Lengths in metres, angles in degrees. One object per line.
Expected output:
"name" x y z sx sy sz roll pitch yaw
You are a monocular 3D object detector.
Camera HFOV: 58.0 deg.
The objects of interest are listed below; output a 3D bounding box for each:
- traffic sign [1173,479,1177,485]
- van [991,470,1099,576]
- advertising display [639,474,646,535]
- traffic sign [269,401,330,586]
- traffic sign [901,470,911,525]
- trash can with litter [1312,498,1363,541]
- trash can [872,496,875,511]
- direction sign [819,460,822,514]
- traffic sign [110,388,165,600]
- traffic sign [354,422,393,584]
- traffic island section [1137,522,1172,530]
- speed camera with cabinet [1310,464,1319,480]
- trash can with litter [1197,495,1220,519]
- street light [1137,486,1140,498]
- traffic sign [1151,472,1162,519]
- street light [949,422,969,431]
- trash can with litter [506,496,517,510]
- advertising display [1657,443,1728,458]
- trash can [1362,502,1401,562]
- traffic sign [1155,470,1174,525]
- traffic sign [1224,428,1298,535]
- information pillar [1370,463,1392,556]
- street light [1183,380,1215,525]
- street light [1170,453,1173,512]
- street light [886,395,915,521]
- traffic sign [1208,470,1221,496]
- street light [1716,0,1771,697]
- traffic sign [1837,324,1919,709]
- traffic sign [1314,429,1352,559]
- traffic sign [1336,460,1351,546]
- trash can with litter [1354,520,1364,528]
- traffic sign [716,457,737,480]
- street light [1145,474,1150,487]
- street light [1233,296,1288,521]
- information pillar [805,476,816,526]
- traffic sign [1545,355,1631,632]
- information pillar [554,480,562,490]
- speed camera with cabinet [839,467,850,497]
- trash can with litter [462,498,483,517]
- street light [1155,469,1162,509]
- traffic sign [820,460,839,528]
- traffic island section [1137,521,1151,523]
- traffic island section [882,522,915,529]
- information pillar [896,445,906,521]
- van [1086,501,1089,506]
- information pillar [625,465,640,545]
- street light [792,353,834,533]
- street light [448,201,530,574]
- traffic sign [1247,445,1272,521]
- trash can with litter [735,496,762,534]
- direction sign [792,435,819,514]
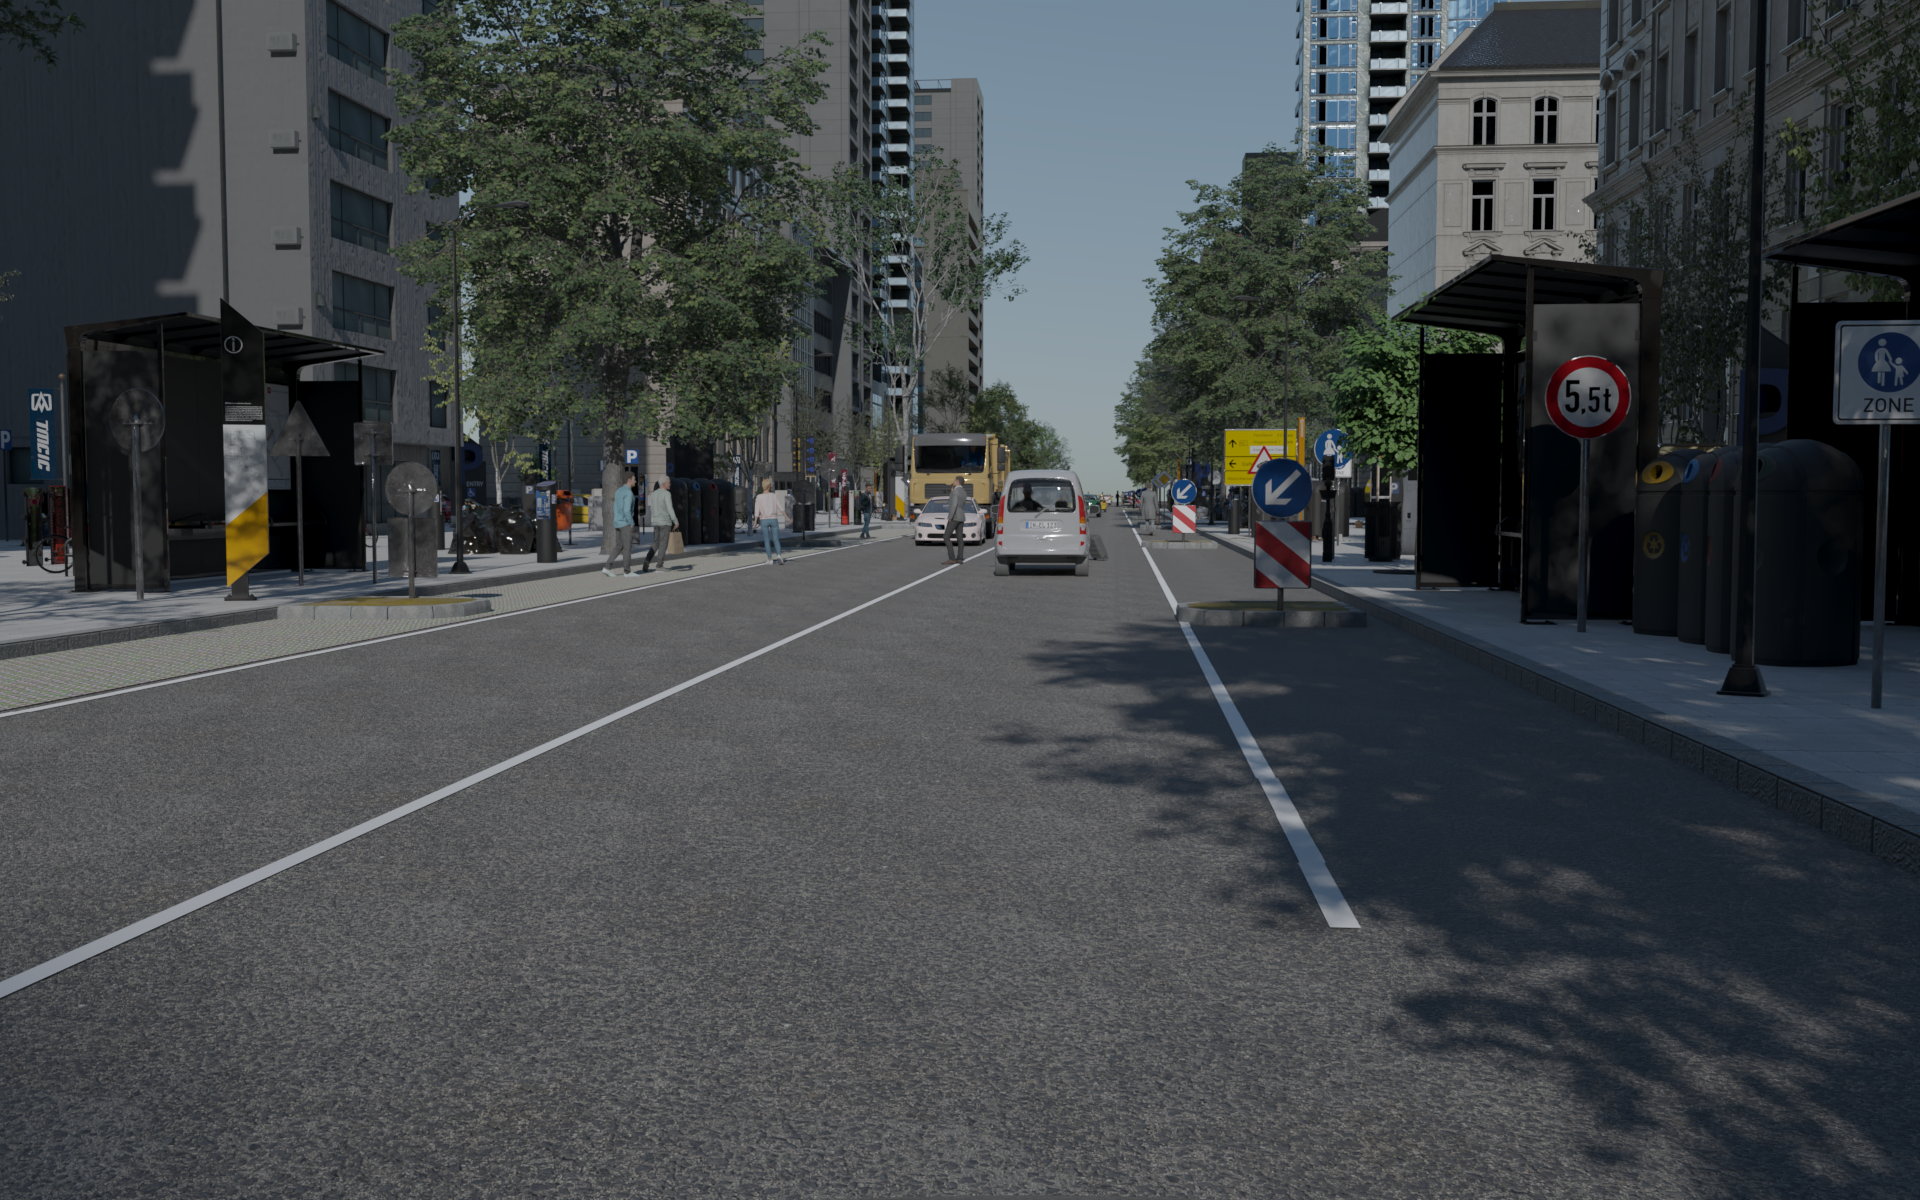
"traffic sign" 18.662 -9.106 148.981 0.768 2.556 0.104 1 4 14
"van" 1.532 -1.499 31.521 2.013 2.044 4.112 0 4 4
"advertising display" -10.445 -3.038 54.882 0.974 1.923 0.123 0 4 4
"traffic sign" -9.238 -1.481 24.214 0.884 2.594 0.081 0 4 6
"traffic sign" -2.075 -4.180 71.983 0.795 2.450 0.064 0 4 5
"trash can with litter" 10.089 -2.248 47.818 1.678 1.210 2.233 0 4 -3
"trash can" -6.658 -7.164 128.784 0.748 1.137 0.748 0 3 0
"direction sign" -9.432 -7.476 114.232 0.876 3.537 0.379 2 4 32
"traffic sign" -9.943 -1.274 20.930 0.768 2.556 0.104 1 4 14
"traffic sign" -8.364 -1.381 24.704 0.606 2.300 0.079 1 4 14
"traffic island section" 8.400 -2.986 71.106 2.009 0.180 2.903 0 4 5
"speed camera with cabinet" 19.628 -6.459 99.947 2.038 3.252 0.660 -1 4 -9
"trash can with litter" 12.744 -4.715 88.140 2.233 1.210 1.678 2 4 35
"street light" 24.090 -15.742 229.918 1.470 5.913 1.316 0 4 5
"traffic sign" 9.088 -4.608 78.984 0.795 2.450 0.064 0 4 5
"street light" -0.111 -8.478 111.163 1.470 5.913 1.316 0 4 5
"trash can with litter" -22.260 -4.495 84.544 2.233 1.210 1.678 0 4 -8
"advertising display" 9.303 -1.032 22.085 0.974 1.923 0.123 0 4 -5
"trash can" 8.000 -1.300 32.910 0.748 1.137 0.748 0 3 0
"traffic sign" 8.376 -4.122 71.031 0.795 2.450 0.064 0 4 5
"traffic sign" 9.351 -3.673 53.931 2.265 3.308 0.079 0 4 7
"information pillar" 8.127 -1.772 33.472 0.304 2.012 0.304 -1 4 -14
"street light" 9.770 -6.013 70.857 1.470 5.913 1.316 0 4 5
"street light" 11.879 -7.420 93.863 1.470 5.913 1.316 0 4 5
"street light" -2.808 -6.667 81.542 1.470 5.913 1.316 0 4 5
"traffic sign" 13.747 -5.704 93.359 0.768 2.556 0.104 1 4 14
"street light" 4.488 -2.351 10.984 1.470 5.913 1.316 0 4 5
"traffic sign" 5.487 -0.500 10.302 0.606 2.300 0.079 0 4 7
"traffic sign" 7.333 -2.073 34.006 0.768 2.556 0.104 1 4 9
"traffic sign" 9.363 -2.492 42.868 0.606 2.300 0.079 1 4 14
"trash can with litter" 15.284 -3.281 65.031 1.055 1.170 0.624 1 4 15
"traffic sign" -8.100 -3.656 59.878 0.768 2.556 0.104 1 4 9
"street light" 17.248 -11.077 153.648 1.470 5.913 1.316 0 4 5
"street light" 7.094 -4.167 40.665 1.470 5.913 1.316 0 4 5
"information pillar" -6.042 -4.016 70.155 0.304 2.012 0.304 3 5 43
"traffic sign" 5.775 -0.973 16.013 0.768 2.556 0.104 0 4 6
"information pillar" -21.017 -5.267 90.604 0.304 2.012 0.304 2 4 29
"speed camera with cabinet" -8.312 -8.261 129.407 0.660 3.252 2.038 2 4 24
"trash can with litter" -13.481 -2.292 48.861 1.055 1.170 0.624 -2 4 -35
"street light" 14.574 -9.232 123.485 1.470 5.913 1.316 0 4 5
"traffic sign" -4.918 -3.983 65.220 0.768 2.556 0.104 1 4 12
"traffic island section" 9.112 -3.473 79.059 2.009 0.180 2.903 0 4 5
"traffic island section" -2.099 -3.044 72.046 2.009 0.180 2.903 0 4 5
"information pillar" -2.846 -5.593 82.795 0.504 3.616 0.183 2 4 29
"van" 2.759 -2.666 50.604 2.013 2.044 4.112 0 4 6
"information pillar" -8.355 -2.417 44.018 0.304 2.012 0.304 3 5 42
"street light" -4.863 -5.182 57.263 1.470 5.913 1.316 0 4 5
"street light" -7.503 -3.370 27.636 1.470 5.913 1.316 0 4 5
"traffic sign" 8.094 -2.824 46.181 0.884 2.594 0.081 0 4 7
"trash can with litter" -7.172 -2.737 55.805 2.233 1.210 1.678 -2 4 -34
"direction sign" -6.031 -4.576 66.812 0.876 3.537 0.379 0 4 6
